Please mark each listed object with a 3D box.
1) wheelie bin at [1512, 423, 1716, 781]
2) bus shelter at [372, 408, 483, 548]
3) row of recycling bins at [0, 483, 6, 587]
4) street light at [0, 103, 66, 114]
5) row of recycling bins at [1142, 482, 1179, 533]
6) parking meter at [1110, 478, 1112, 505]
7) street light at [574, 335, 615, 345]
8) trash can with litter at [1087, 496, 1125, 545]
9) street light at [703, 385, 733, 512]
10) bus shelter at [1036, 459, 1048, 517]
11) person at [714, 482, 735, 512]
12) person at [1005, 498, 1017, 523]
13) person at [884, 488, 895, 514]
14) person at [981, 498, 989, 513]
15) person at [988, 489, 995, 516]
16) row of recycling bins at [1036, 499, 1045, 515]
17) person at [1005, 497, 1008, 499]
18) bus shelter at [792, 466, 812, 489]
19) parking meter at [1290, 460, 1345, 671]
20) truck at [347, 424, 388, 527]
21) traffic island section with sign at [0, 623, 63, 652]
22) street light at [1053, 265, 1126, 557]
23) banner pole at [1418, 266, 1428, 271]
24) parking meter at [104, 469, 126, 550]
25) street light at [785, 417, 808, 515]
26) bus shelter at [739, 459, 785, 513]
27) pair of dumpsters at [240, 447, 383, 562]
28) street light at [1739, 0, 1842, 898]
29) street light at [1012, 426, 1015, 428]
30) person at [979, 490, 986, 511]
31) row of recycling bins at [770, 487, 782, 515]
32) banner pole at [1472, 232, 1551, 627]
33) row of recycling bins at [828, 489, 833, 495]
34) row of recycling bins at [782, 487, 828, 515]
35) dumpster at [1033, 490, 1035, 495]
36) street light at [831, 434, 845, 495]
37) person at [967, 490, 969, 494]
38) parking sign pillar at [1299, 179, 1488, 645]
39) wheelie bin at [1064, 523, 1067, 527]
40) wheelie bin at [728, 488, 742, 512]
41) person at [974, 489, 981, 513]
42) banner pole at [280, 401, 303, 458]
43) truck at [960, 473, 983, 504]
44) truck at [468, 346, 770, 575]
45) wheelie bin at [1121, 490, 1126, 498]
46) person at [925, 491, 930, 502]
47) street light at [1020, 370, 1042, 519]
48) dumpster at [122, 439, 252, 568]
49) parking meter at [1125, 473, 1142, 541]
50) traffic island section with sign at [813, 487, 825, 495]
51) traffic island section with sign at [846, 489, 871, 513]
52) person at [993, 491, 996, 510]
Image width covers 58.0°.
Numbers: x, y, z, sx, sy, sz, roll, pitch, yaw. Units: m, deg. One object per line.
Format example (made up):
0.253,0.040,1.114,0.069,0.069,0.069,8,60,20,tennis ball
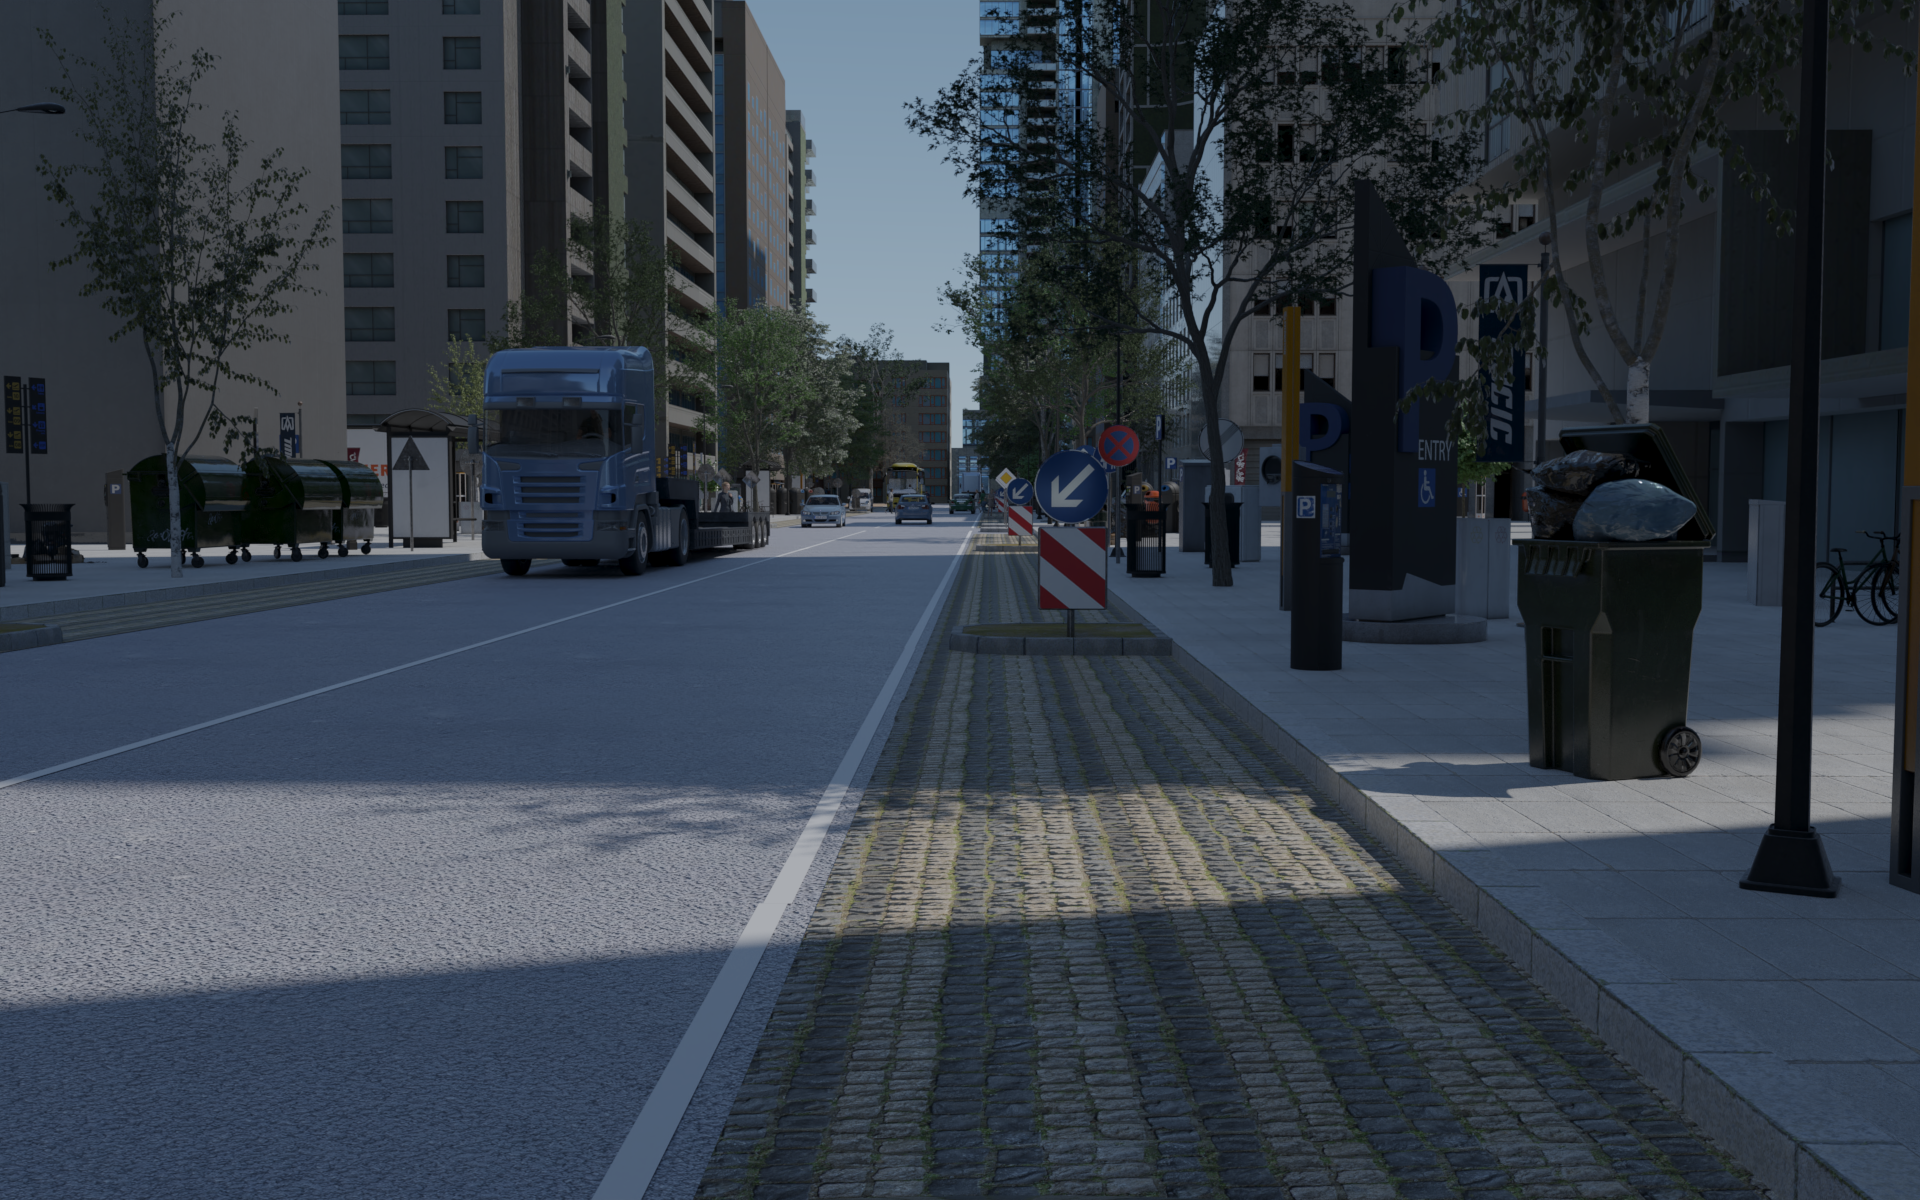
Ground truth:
2.992,-0.004,7.976,0.693,1.594,0.980,-1,4,-21,wheelie bin
-12.834,-3.046,43.732,2.014,3.302,5.546,0,4,1,bus shelter
-14.931,-1.006,23.566,3.534,1.692,1.069,-1,4,-11,row of recycling bins
-11.315,-2.947,20.724,1.470,5.913,1.316,0,4,1,street light
7.225,-3.053,57.029,3.534,1.692,1.069,2,4,33,row of recycling bins
5.209,-3.425,61.710,0.399,1.863,0.255,0,4,5,parking meter
-10.772,-4.785,50.770,1.470,5.913,1.316,0,4,1,street light
3.531,-1.954,43.337,0.624,1.170,1.055,2,4,34,trash can with litter
-10.369,-6.204,73.978,1.470,5.913,1.316,0,4,1,street light
5.190,-6.079,93.310,2.014,3.302,5.546,0,4,1,bus shelter
-6.658,-2.441,48.837,0.534,1.772,0.576,2,4,27,person
2.545,-4.609,84.205,0.721,1.781,0.623,-3,5,-42,person
-5.062,-7.115,124.676,0.795,1.843,0.661,0,4,4,person
1.849,-7.170,131.222,1.012,1.151,0.738,2,4,34,person
1.995,-6.212,110.404,0.599,1.781,0.374,-2,4,-30,person
5.845,-6.360,111.101,1.069,1.692,3.534,-1,4,-20,row of recycling bins
3.409,-7.442,130.448,0.793,1.790,0.793,0,4,-3,person
-11.839,-8.149,127.157,2.014,3.302,5.546,0,4,1,bus shelter
2.620,-0.262,12.699,0.372,1.533,0.369,0,3,0,parking meter
-26.534,-4.990,70.506,11.283,4.237,2.839,0,4,3,truck
-9.627,-0.461,16.162,1.989,1.847,2.006,0,4,1,traffic island section with sign
2.678,-3.835,35.242,1.470,5.913,1.316,0,4,1,street light
4.941,-1.790,19.289,0.401,3.779,0.863,-2,4,-33,banner pole
-19.360,-2.077,39.665,0.399,1.863,0.255,-2,4,-34,parking meter
-9.822,-8.034,103.893,1.470,5.913,1.316,0,4,1,street light
-11.670,-6.631,102.334,2.014,3.302,5.546,0,4,1,bus shelter
-13.023,-1.965,34.618,1.574,2.255,4.437,0,4,1,pair of dumpsters
2.179,-2.016,5.509,1.470,5.913,1.316,0,4,1,street light
3.494,-7.044,87.707,1.470,5.913,1.316,0,4,1,street light
1.926,-8.227,143.259,0.600,1.795,0.529,-2,4,-31,person
-12.867,-6.409,111.906,1.069,1.692,3.534,1,4,17,row of recycling bins
5.354,-1.628,16.629,0.863,3.779,0.401,0,4,0,banner pole
-11.432,-8.463,145.486,1.069,1.692,3.534,1,4,10,row of recycling bins
-10.765,-6.822,118.645,1.069,1.692,3.534,2,4,34,row of recycling bins
6.086,-8.565,145.798,1.264,1.857,1.865,0,4,1,dumpster
-9.466,-9.912,134.594,1.470,5.913,1.316,0,4,1,street light
0.852,-10.201,175.271,0.705,1.826,1.348,-2,4,-30,person
3.957,-1.644,15.353,1.447,3.967,1.447,3,5,40,parking sign pillar
4.162,-3.370,63.002,0.980,1.594,0.693,2,4,31,wheelie bin
-11.678,-4.962,89.038,0.980,1.594,0.693,0,4,4,wheelie bin
1.297,-7.398,129.813,0.624,1.780,0.694,2,4,28,person
-18.014,-3.476,46.847,0.863,3.779,0.401,1,4,13,banner pole
1.360,-13.523,210.856,2.967,4.110,18.799,0,4,1,truck
-6.594,-2.916,37.437,2.967,4.110,18.799,0,4,2,truck
11.997,-7.162,125.005,0.693,1.594,0.980,0,4,-8,wheelie bin
-3.379,-10.553,181.496,0.683,1.767,0.568,0,4,-3,person
3.097,-5.654,64.977,1.470,5.913,1.316,0,4,1,street light
-13.676,-1.724,30.679,1.502,2.255,1.985,0,4,1,dumpster
4.708,-2.521,46.934,0.399,1.863,0.255,-2,4,-29,parking meter
-8.132,-5.602,100.214,1.989,1.847,2.006,0,4,1,traffic island section with sign
-7.648,-7.312,128.172,1.989,1.847,2.006,0,4,1,traffic island section with sign
3.119,-9.001,156.602,0.436,1.711,0.756,0,4,7,person
